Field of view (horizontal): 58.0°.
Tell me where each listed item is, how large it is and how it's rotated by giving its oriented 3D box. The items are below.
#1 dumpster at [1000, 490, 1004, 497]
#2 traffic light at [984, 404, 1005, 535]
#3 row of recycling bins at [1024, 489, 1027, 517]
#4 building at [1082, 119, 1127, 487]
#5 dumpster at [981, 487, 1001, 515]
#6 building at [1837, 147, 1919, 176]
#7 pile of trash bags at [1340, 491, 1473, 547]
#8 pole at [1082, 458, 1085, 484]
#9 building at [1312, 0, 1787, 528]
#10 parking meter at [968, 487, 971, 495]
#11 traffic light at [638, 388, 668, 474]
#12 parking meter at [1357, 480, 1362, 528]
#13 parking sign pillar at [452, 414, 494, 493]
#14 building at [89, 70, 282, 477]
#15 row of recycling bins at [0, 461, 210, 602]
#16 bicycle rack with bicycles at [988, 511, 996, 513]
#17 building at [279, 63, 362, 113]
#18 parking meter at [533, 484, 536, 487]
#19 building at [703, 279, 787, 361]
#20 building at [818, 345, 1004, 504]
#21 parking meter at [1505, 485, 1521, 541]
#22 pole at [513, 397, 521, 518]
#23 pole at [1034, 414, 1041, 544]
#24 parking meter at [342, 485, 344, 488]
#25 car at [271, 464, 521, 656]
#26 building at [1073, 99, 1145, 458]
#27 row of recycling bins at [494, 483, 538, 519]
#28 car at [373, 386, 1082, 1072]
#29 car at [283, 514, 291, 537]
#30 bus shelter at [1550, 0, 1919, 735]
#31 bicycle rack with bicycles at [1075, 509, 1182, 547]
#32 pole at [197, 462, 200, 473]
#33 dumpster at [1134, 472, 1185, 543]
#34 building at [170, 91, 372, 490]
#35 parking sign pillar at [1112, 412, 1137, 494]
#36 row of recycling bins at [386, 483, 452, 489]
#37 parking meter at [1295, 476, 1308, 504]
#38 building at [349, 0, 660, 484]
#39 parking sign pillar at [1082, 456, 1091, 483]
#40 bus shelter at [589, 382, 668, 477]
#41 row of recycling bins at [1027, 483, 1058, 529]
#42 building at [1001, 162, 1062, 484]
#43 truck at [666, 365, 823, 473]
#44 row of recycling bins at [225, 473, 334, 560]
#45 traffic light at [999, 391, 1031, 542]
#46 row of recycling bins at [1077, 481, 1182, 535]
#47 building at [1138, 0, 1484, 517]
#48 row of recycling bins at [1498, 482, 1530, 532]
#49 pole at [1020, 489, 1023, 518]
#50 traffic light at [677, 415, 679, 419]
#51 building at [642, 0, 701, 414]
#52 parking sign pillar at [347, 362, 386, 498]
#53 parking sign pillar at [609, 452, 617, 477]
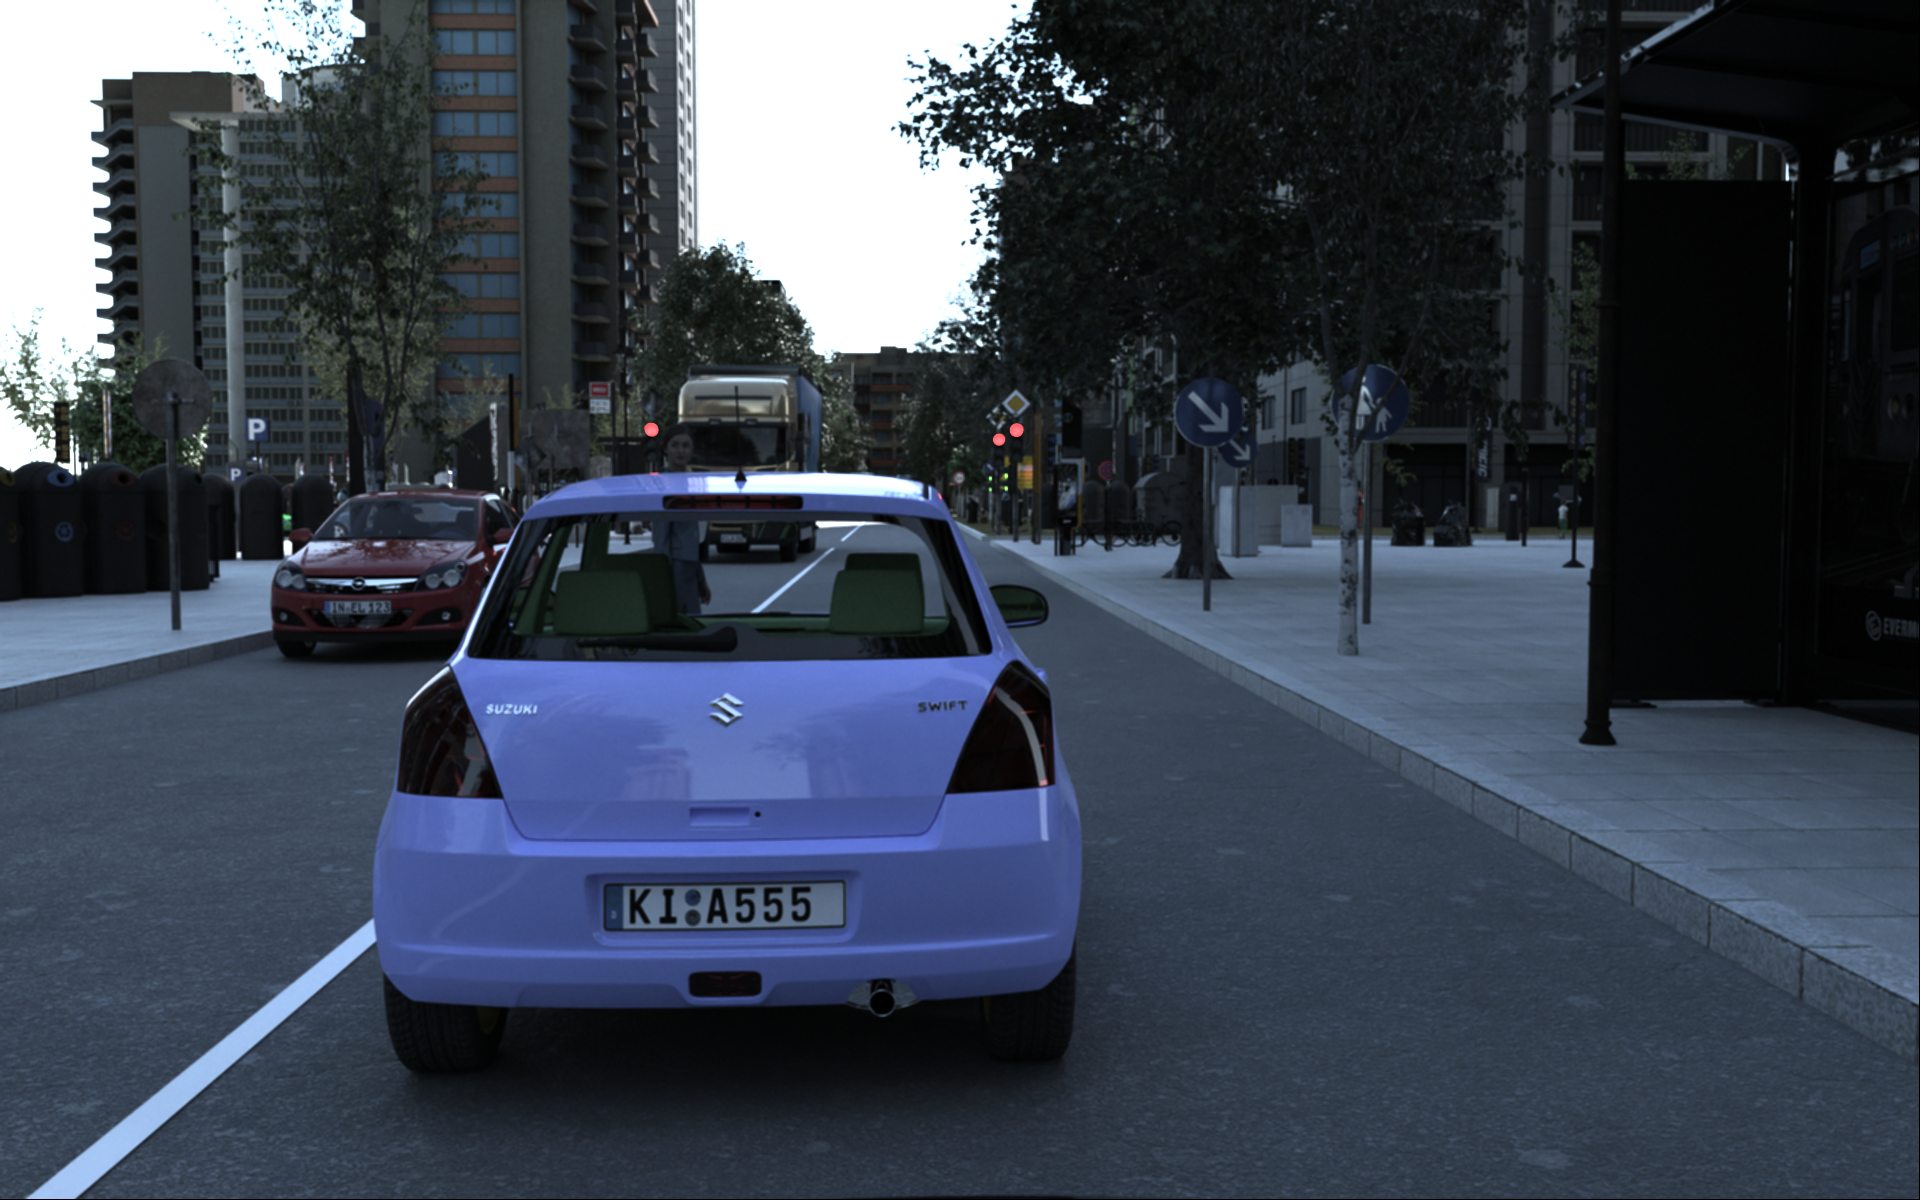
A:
[{"bbox_3d":[3.599,-7.261,121.207,1.502,2.255,1.985,0,4,-2],"label":"dumpster"},{"bbox_3d":[1.192,-4.003,54.377,0.839,4.253,0.868,0,4,-2],"label":"traffic light"},{"bbox_3d":[4.310,-5.463,96.431,1.069,1.692,3.534,-1,4,-22],"label":"row of recycling bins"},{"bbox_3d":[23.001,-51.898,161.206,22.319,86.520,31.000,0,4,-2],"label":"building"},{"bbox_3d":[1.972,-6.327,109.206,1.264,1.857,1.865,0,4,-2],"label":"dumpster"},{"bbox_3d":[57.624,-32.843,78.984,28.212,58.520,21.231,0,4,-2],"label":"building"},{"bbox_3d":[11.153,-2.056,43.375,3.447,1.369,1.912,3,4,36],"label":"pile of trash bags"},{"bbox_3d":[6.844,-6.288,96.659,0.158,3.312,0.155,0,3,0],"label":"pole"},{"bbox_3d":[25.329,-38.931,74.771,20.611,71.187,20.563,0,4,-2],"label":"building"},{"bbox_3d":[0.654,-6.135,106.010,0.255,1.863,0.399,0,4,-7],"label":"parking meter"},{"bbox_3d":[-8.127,-3.493,46.038,0.839,4.253,0.868,0,4,-2],"label":"traffic light"},{"bbox_3d":[14.761,-3.605,64.657,0.399,1.863,0.255,3,4,37],"label":"parking meter"},{"bbox_3d":[-15.993,-4.184,56.874,1.447,3.967,1.447,-3,5,-41],"label":"parking sign pillar"},{"bbox_3d":[-79.981,-32.467,180.947,14.200,45.320,14.600,0,4,-2],"label":"building"},{"bbox_3d":[-11.191,-0.907,21.949,1.069,1.692,3.534,2,4,28],"label":"row of recycling bins"},{"bbox_3d":[3.216,-6.260,115.734,2.852,0.926,2.925,1,4,22],"label":"bicycle rack with bicycles"},{"bbox_3d":[-75.660,-42.366,234.689,28.212,58.520,21.231,0,4,-2],"label":"building"},{"bbox_3d":[-19.701,-4.525,79.703,0.399,1.863,0.255,3,5,40],"label":"parking meter"},{"bbox_3d":[-30.384,-28.208,232.908,14.107,30.474,14.160,0,4,-2],"label":"building"},{"bbox_3d":[-9.111,-24.236,241.301,28.899,21.520,27.650,0,4,-2],"label":"building"},{"bbox_3d":[15.217,-2.400,47.650,0.372,1.533,0.369,0,3,0],"label":"parking meter"},{"bbox_3d":[-9.355,-2.608,36.486,0.158,3.312,0.155,0,3,0],"label":"pole"},{"bbox_3d":[1.977,-3.080,44.194,0.158,3.312,0.155,0,3,0],"label":"pole"},{"bbox_3d":[-36.347,-5.919,102.480,0.399,1.863,0.255,0,4,3],"label":"parking meter"},{"bbox_3d":[-5.200,-0.467,16.679,2.155,1.783,4.494,0,4,-4],"label":"car"},{"bbox_3d":[18.343,-30.663,184.937,14.154,41.232,14.086,0,4,-2],"label":"building"},{"bbox_3d":[-15.551,-3.278,60.716,3.534,1.692,1.069,1,4,13],"label":"row of recycling bins"},{"bbox_3d":[-0.635,0.242,5.638,1.945,1.707,3.694,0,4,-4],"label":"car"},{"bbox_3d":[-21.402,-2.498,49.643,4.718,1.807,1.959,0,4,-4],"label":"car"},{"bbox_3d":[4.474,-0.983,7.357,1.731,3.624,6.357,0,4,-2],"label":"bus shelter"},{"bbox_3d":[4.083,-1.806,42.910,2.925,0.926,2.852,0,4,6],"label":"bicycle rack with bicycles"},{"bbox_3d":[-47.584,-7.002,108.333,0.158,3.312,0.155,0,3,0],"label":"pole"},{"bbox_3d":[5.402,-2.489,46.450,1.264,1.857,1.865,0,4,-2],"label":"dumpster"},{"bbox_3d":[-60.166,-29.433,173.110,23.993,40.220,32.217,0,4,-2],"label":"building"},{"bbox_3d":[5.450,-4.224,57.529,1.447,3.967,1.447,-1,4,-13],"label":"parking sign pillar"},{"bbox_3d":[-19.857,-3.429,63.180,3.534,1.692,1.069,1,4,22],"label":"row of recycling bins"},{"bbox_3d":[11.137,-3.107,56.511,0.399,1.863,0.255,0,4,4],"label":"parking meter"},{"bbox_3d":[-36.759,-29.815,142.093,22.147,44.769,28.867,0,4,-2],"label":"building"},{"bbox_3d":[7.110,-6.836,100.244,1.447,3.967,1.447,2,4,28],"label":"parking sign pillar"},{"bbox_3d":[-12.268,-5.328,64.743,2.179,5.291,8.768,0,4,-2],"label":"bus shelter"},{"bbox_3d":[4.371,-3.432,63.230,3.534,1.692,1.069,2,4,29],"label":"row of recycling bins"},{"bbox_3d":[12.701,-35.689,233.617,14.200,45.320,14.600,0,4,-2],"label":"building"},{"bbox_3d":[-4.712,-3.126,40.026,2.839,4.237,11.283,0,4,-1],"label":"truck"},{"bbox_3d":[-14.099,-1.639,33.918,3.534,1.692,1.069,-1,4,-12],"label":"row of recycling bins"},{"bbox_3d":[1.477,-3.515,46.397,0.839,4.253,0.868,0,4,-2],"label":"traffic light"},{"bbox_3d":[5.470,-2.943,55.231,3.534,1.692,1.069,-1,4,-20],"label":"row of recycling bins"},{"bbox_3d":[22.151,-41.616,118.678,20.563,71.187,20.611,0,4,-2],"label":"building"},{"bbox_3d":[18.995,-3.203,59.481,1.069,1.692,3.534,1,4,17],"label":"row of recycling bins"},{"bbox_3d":[3.358,-6.103,93.620,0.158,3.312,0.155,0,3,0],"label":"pole"},{"bbox_3d":[-8.413,-3.982,54.018,0.839,4.253,0.868,0,4,-2],"label":"traffic light"},{"bbox_3d":[-38.100,-45.316,179.160,20.611,71.187,20.563,0,4,-2],"label":"building"},{"bbox_3d":[-12.335,-2.910,36.044,1.447,3.967,1.447,0,4,-4],"label":"parking sign pillar"},{"bbox_3d":[-20.418,-6.949,102.093,1.447,3.967,1.447,-3,5,-41],"label":"parking sign pillar"}]
